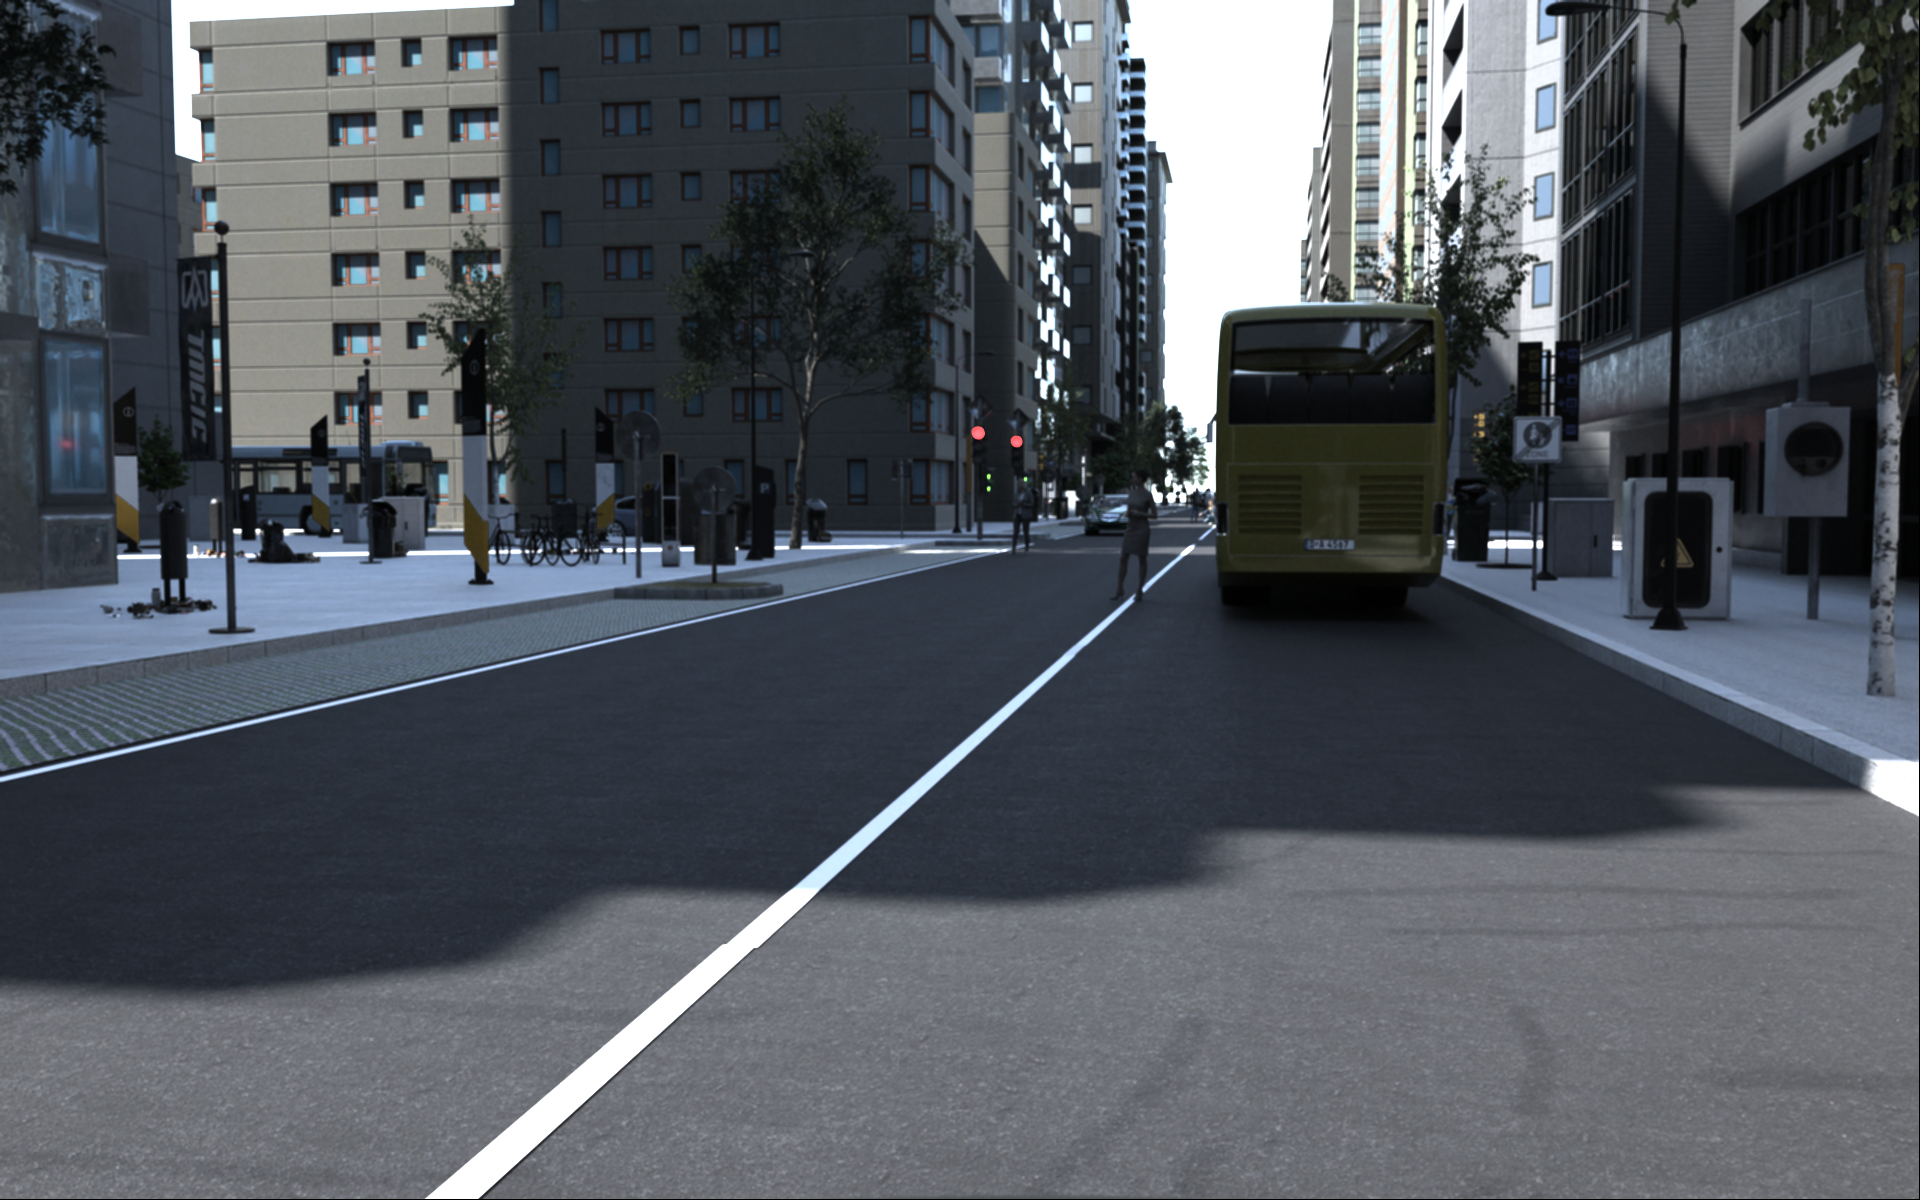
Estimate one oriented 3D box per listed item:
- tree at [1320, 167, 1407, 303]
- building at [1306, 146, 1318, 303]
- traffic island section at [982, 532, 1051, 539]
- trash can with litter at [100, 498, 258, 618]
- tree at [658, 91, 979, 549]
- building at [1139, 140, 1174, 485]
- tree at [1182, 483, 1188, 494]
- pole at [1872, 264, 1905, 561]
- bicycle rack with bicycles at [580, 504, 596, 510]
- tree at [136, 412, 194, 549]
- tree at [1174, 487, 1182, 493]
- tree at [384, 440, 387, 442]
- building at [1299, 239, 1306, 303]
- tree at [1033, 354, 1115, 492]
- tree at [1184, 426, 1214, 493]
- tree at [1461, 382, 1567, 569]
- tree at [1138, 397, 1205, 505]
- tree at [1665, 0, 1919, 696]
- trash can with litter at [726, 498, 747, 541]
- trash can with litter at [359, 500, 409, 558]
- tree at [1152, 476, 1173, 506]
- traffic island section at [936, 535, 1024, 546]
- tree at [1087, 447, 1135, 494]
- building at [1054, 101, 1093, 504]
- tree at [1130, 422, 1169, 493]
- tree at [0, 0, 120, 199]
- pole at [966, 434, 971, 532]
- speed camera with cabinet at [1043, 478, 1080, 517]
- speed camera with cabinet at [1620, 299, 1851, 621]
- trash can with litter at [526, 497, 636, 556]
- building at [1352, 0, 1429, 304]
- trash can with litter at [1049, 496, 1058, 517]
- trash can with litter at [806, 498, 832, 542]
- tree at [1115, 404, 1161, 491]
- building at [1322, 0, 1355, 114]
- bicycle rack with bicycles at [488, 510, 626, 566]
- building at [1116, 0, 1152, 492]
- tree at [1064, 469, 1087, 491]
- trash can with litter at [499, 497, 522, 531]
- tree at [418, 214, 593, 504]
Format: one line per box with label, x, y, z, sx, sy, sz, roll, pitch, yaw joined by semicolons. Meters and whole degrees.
tree;10.057;-5.269;36.515;4.737;8.622;4.395;0;3;0
building;56.633;-36.962;228.034;21.300;48.544;21.600;1;4;10
traffic island section;1.862;-2.092;56.491;2.009;0.180;2.903;1;4;10
trash can with litter;-8.798;-0.477;18.856;1.678;1.210;2.233;0;4;-7
tree;-3.557;-6.468;40.159;7.601;10.594;8.767;2;4;23
building;17.358;-41.213;263.064;28.713;52.752;27.495;1;4;10
tree;34.724;-16.750;268.465;1.663;3.219;1.824;0;3;0
pole;8.289;-1.323;15.480;0.158;3.312;0.155;0;3;0
bicycle rack with bicycles;-11.993;-2.851;59.999;2.852;0.926;2.925;0;4;-4
tree;-19.084;-2.838;40.997;1.663;3.219;1.824;0;3;0
tree;28.204;-14.497;231.627;1.663;3.219;1.824;0;3;0
tree;-20.166;-4.073;61.191;1.663;3.219;1.824;0;3;0
building;61.184;-36.295;277.013;14.154;41.232;14.086;1;4;10
tree;5.266;-8.625;91.377;4.737;8.622;4.395;0;3;0
tree;38.498;-22.634;288.198;7.486;12.596;7.792;0;3;0
tree;9.674;-2.173;30.125;1.663;3.219;1.824;0;3;0
tree;24.195;-17.622;205.129;9.611;12.733;9.660;0;3;0
tree;6.066;-3.687;10.648;4.737;8.622;4.395;0;3;0
trash can with litter;-6.251;-2.171;46.888;1.055;1.170;0.624;2;4;27
trash can with litter;-11.623;-1.445;35.020;0.624;1.170;1.055;0;4;8
tree;25.221;-13.505;215.411;1.663;3.219;1.824;0;3;0
traffic island section;0.537;-1.611;48.616;2.009;0.180;2.903;1;4;10
tree;10.432;-8.314;119.644;4.285;4.588;4.351;0;3;0
building;-4.224;-27.742;145.460;32.217;40.220;23.993;1;4;10
tree;18.905;-13.486;170.854;4.360;8.622;3.978;0;3;0
tree;-7.798;-4.560;8.963;7.601;10.594;8.767;0;4;5
pole;0.300;-3.965;58.669;0.158;3.312;0.155;0;3;0
speed camera with cabinet;5.627;-6.201;95.729;2.038;3.252;0.660;0;4;6
speed camera with cabinet;7.885;-1.426;17.657;2.038;3.252;0.660;1;4;12
trash can with litter;-8.020;-1.576;36.828;2.233;1.210;1.678;0;4;-7
building;39.017;-27.991;141.246;14.154;41.232;14.086;1;4;10
trash can with litter;5.382;-5.305;98.129;0.624;1.170;1.055;1;4;9
trash can with litter;-3.712;-2.142;46.406;0.624;1.170;1.055;-2;4;-29
tree;14.425;-11.798;143.263;4.737;8.622;4.395;0;3;0
building;44.297;-32.729;158.819;21.300;48.544;21.600;1;4;10
bicycle rack with bicycles;-7.393;-1.123;31.746;2.852;0.926;2.925;-2;4;-32
building;15.107;-56.227;231.982;22.319;86.520;31.000;1;4;10
tree;8.569;-8.253;129.537;1.663;3.219;1.824;0;3;0
trash can with litter;-15.621;-2.977;60.057;1.055;1.170;0.624;2;4;31
tree;-12.236;-5.877;46.457;4.737;8.622;4.395;0;3;0
